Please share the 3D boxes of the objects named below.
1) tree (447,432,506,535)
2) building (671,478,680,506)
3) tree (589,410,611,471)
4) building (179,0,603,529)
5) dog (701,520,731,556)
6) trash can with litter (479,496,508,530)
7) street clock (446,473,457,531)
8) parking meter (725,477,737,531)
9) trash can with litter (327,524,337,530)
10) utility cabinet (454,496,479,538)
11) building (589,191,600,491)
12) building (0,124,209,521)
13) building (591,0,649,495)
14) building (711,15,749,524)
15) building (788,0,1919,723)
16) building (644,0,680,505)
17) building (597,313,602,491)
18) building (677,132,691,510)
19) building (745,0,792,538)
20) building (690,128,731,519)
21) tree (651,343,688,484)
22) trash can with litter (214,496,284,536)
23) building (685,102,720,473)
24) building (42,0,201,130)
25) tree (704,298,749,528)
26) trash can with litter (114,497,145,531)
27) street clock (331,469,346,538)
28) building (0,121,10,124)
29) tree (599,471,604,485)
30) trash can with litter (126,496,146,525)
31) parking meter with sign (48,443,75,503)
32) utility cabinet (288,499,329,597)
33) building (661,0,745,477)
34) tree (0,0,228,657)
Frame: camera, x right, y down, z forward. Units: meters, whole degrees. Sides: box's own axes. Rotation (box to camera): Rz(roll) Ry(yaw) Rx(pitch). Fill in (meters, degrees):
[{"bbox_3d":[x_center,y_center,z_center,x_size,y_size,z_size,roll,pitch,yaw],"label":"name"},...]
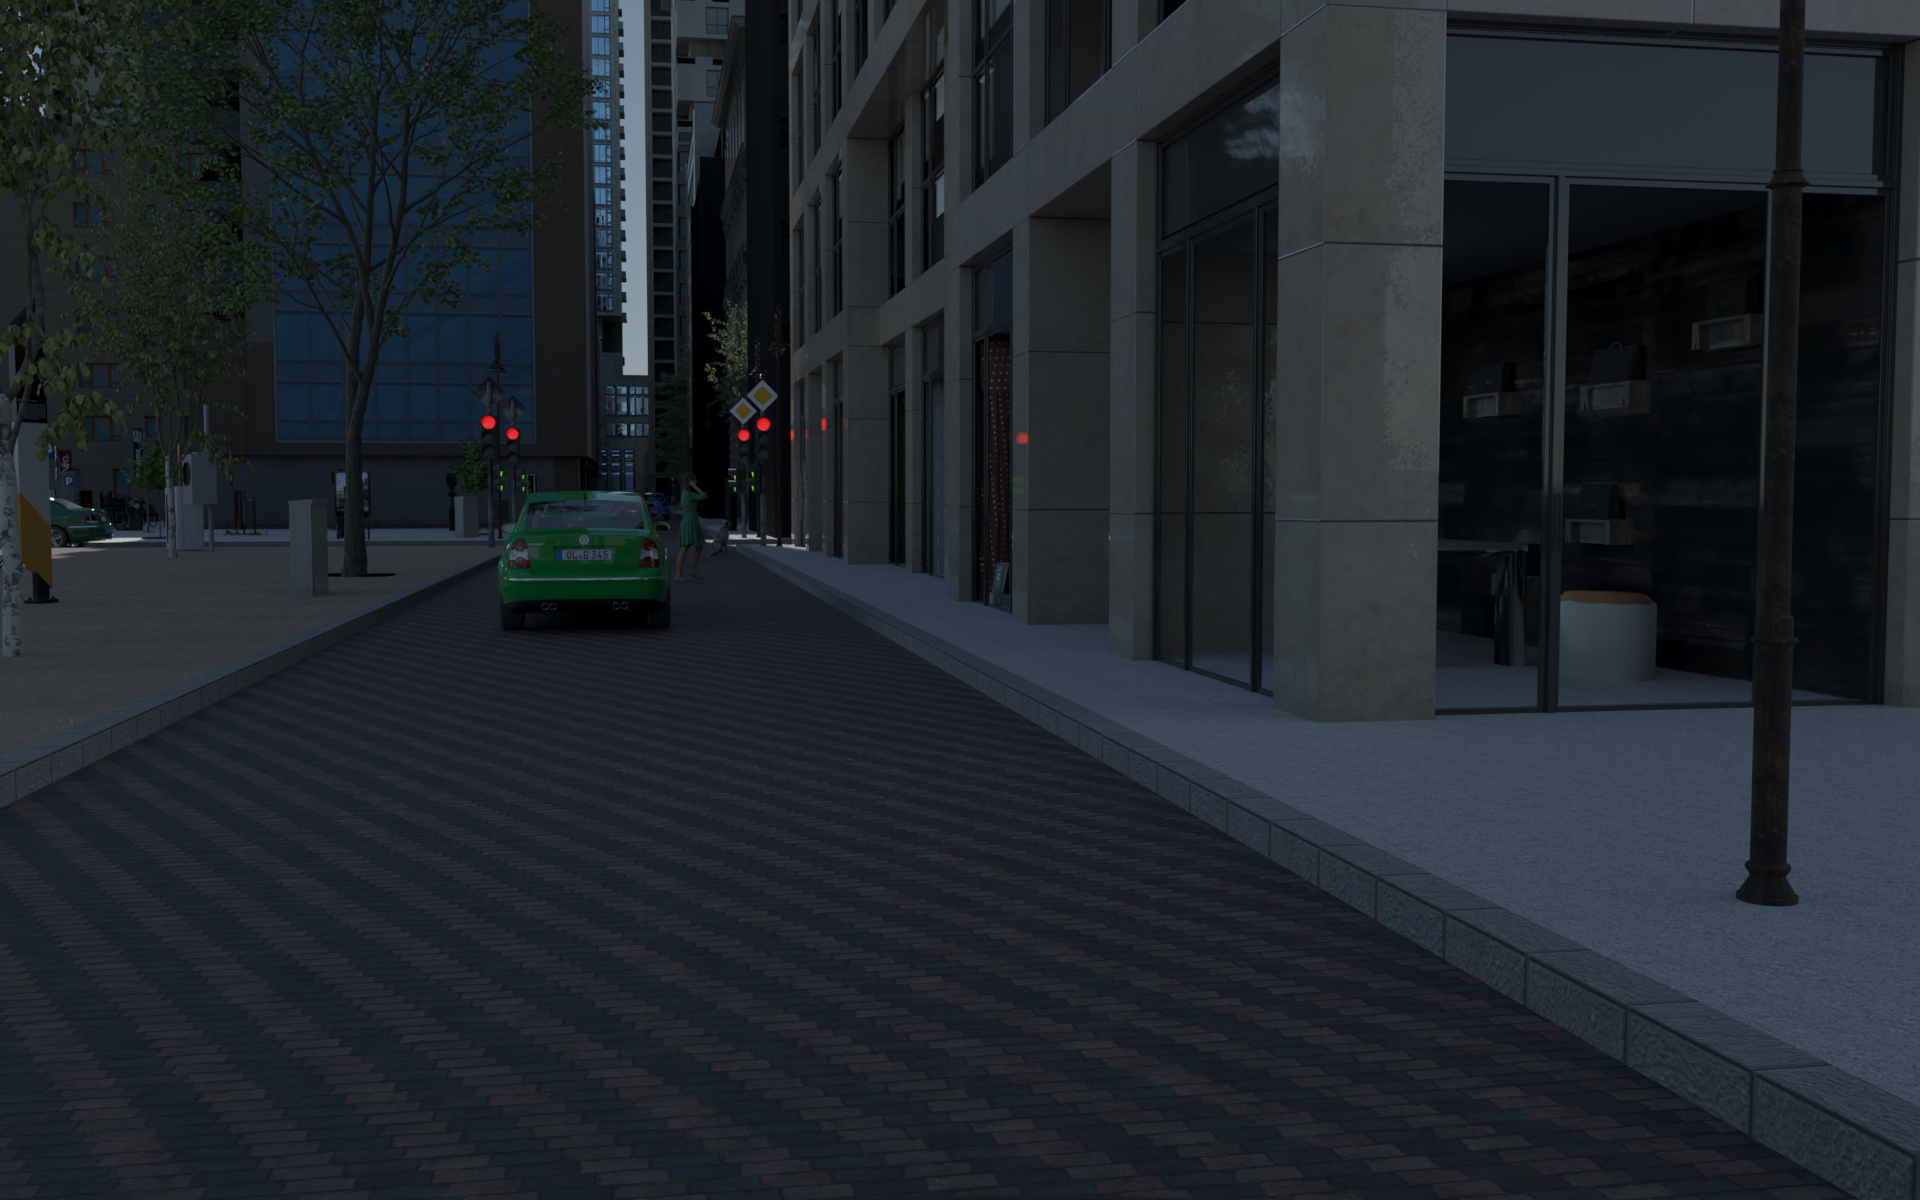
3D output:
[{"bbox_3d":[-15.084,-3.627,53.907,1.663,3.219,1.824,0,3,0],"label":"tree"},{"bbox_3d":[-15.475,-30.471,190.089,32.217,40.220,23.993,-1,4,-10],"label":"building"},{"bbox_3d":[-26.010,-10.262,118.148,4.360,8.622,3.978,0,3,0],"label":"tree"},{"bbox_3d":[-22.006,-25.638,69.297,14.600,45.320,14.200,-1,4,-10],"label":"building"},{"bbox_3d":[-5.710,-1.435,40.291,0.800,0.831,0.513,-1,4,-12],"label":"dog"},{"bbox_3d":[-16.886,-3.127,62.183,2.233,1.210,1.678,-1,4,-11],"label":"trash can with litter"},{"bbox_3d":[-17.600,-3.391,60.011,0.358,2.002,0.471,-3,5,-39],"label":"street clock"},{"bbox_3d":[-7.960,-3.337,60.265,0.255,1.863,0.399,3,4,36],"label":"parking meter"},{"bbox_3d":[-22.264,-3.124,62.138,1.678,1.210,2.233,-1,4,-9],"label":"trash can with litter"},{"bbox_3d":[-14.532,-2.438,51.022,0.306,1.237,1.020,1,4,9],"label":"utility cabinet"},{"bbox_3d":[-40.234,-23.580,157.238,14.160,30.474,14.107,-1,4,-10],"label":"building"},{"bbox_3d":[-36.093,-15.436,97.414,27.650,21.520,28.899,-1,4,-10],"label":"building"},{"bbox_3d":[-54.258,-54.988,211.731,31.000,86.520,22.319,-1,4,-10],"label":"building"},{"bbox_3d":[-5.367,-15.322,79.401,11.050,23.489,19.941,-1,4,-10],"label":"building"},{"bbox_3d":[8.350,-13.628,27.339,19.350,26.468,34.151,-1,4,-10],"label":"building"},{"bbox_3d":[-28.852,-47.612,216.716,20.611,71.187,20.563,-1,4,-10],"label":"building"},{"bbox_3d":[-52.829,-20.639,182.488,28.899,21.520,27.650,-1,4,-10],"label":"building"},{"bbox_3d":[-16.089,-22.674,142.423,14.160,30.474,14.107,-1,4,-10],"label":"building"},{"bbox_3d":[1.303,-13.899,56.927,15.834,23.373,12.332,-1,4,-10],"label":"building"},{"bbox_3d":[-8.739,-16.413,98.026,12.332,23.373,15.834,-1,4,-10],"label":"building"},{"bbox_3d":[-19.443,-12.951,129.879,7.486,12.596,7.792,0,3,0],"label":"tree"},{"bbox_3d":[-22.426,-2.639,54.212,2.233,1.210,1.678,2,4,29],"label":"trash can with litter"},{"bbox_3d":[-11.864,-18.198,115.558,12.078,24.808,19.932,-1,4,-10],"label":"building"},{"bbox_3d":[-94.227,-46.896,204.998,20.611,71.187,20.563,-1,4,-10],"label":"building"},{"bbox_3d":[-7.812,-7.019,65.123,4.360,8.622,3.978,0,3,0],"label":"tree"},{"bbox_3d":[-28.972,-2.994,60.332,1.055,1.170,0.624,0,4,4],"label":"trash can with litter"},{"bbox_3d":[-18.013,-2.801,50.366,0.471,2.002,0.358,1,4,19],"label":"street clock"},{"bbox_3d":[-111.250,-33.621,199.808,14.200,45.320,14.600,-1,4,-10],"label":"building"},{"bbox_3d":[-36.412,-11.313,168.687,4.285,4.588,4.351,0,3,0],"label":"tree"},{"bbox_3d":[-34.827,-3.726,71.984,1.678,1.210,2.233,3,5,41],"label":"trash can with litter"},{"bbox_3d":[-30.224,-3.796,58.332,1.738,3.016,0.543,2,4,30],"label":"parking meter with sign"},{"bbox_3d":[-8.292,-0.666,22.046,0.306,1.237,1.020,-1,4,-10],"label":"utility cabinet"},{"bbox_3d":[-13.306,-35.152,163.974,28.713,52.752,27.495,-1,4,-10],"label":"building"},{"bbox_3d":[-7.557,-3.844,13.219,4.737,8.622,4.395,0,3,0],"label":"tree"}]
